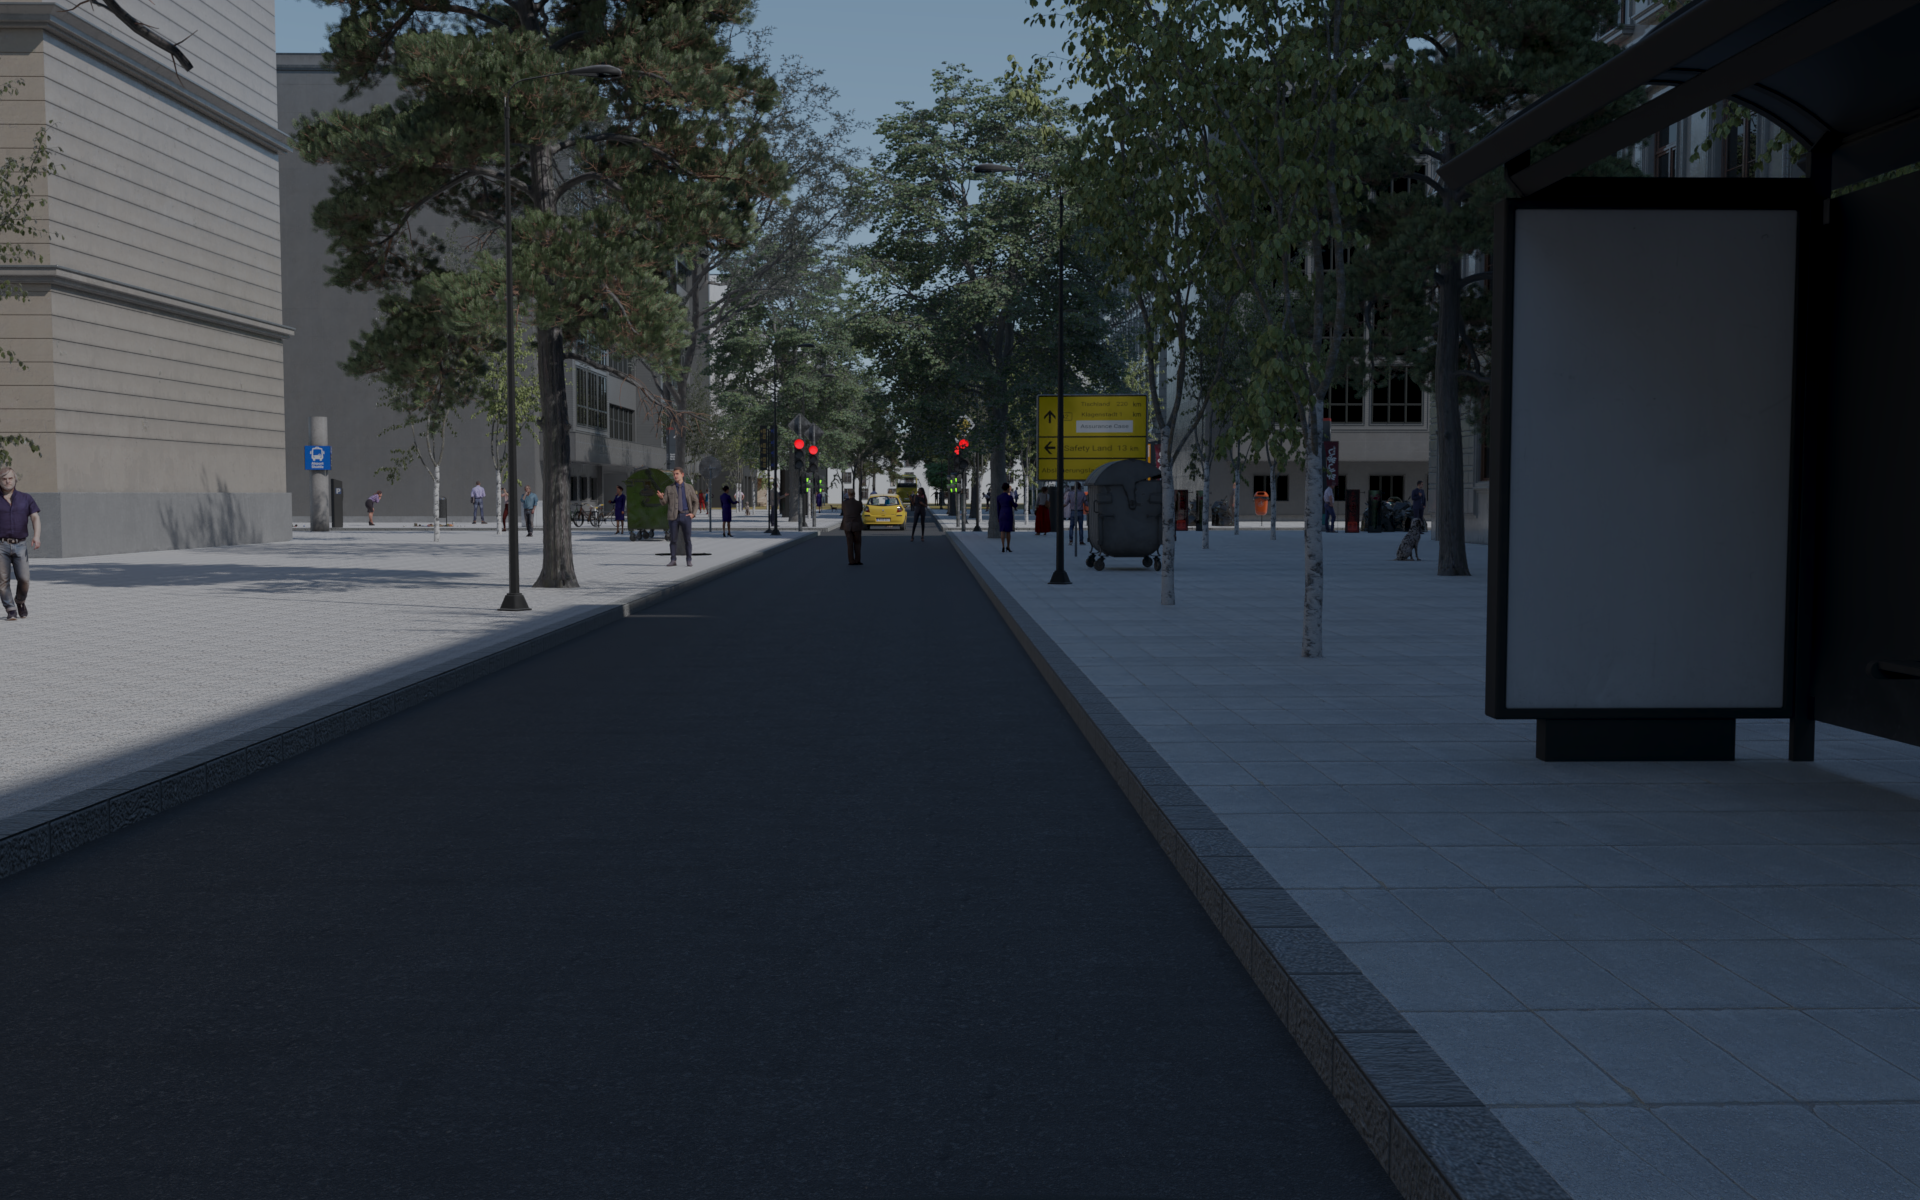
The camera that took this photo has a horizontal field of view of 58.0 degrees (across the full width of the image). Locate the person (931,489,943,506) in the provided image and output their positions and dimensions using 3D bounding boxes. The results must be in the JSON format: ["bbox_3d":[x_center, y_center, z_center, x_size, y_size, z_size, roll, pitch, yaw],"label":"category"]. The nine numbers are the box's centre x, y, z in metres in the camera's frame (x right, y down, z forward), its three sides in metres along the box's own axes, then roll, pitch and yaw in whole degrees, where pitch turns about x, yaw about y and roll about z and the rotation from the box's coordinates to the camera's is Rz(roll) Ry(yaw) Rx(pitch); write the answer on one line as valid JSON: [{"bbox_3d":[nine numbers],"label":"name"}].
[{"bbox_3d":[-2.504,-10.910,184.052,1.348,1.869,0.705,0,4,4],"label":"person"}]

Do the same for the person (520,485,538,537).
[{"bbox_3d":[-12.953,-2.683,52.127,0.499,1.552,0.429,2,4,28],"label":"person"}]

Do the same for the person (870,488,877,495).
[{"bbox_3d":[-5.830,-6.639,116.918,0.709,1.838,0.599,-1,4,-10],"label":"person"}]

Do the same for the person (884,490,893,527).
[{"bbox_3d":[-3.095,-3.952,74.817,0.444,1.614,0.593,0,4,-3],"label":"person"}]

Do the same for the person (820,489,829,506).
[{"bbox_3d":[-14.851,-11.125,188.024,1.350,1.814,0.705,-1,4,-18],"label":"person"}]

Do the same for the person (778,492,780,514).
[{"bbox_3d":[-11.361,-6.324,110.356,0.541,1.710,0.530,-1,4,-17],"label":"person"}]

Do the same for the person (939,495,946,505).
[{"bbox_3d":[-2.304,-11.908,200.718,1.348,1.826,0.705,0,4,7],"label":"person"}]

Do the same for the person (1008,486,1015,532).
[{"bbox_3d":[1.688,-3.116,59.057,0.319,1.574,0.516,-2,4,-27],"label":"person"}]

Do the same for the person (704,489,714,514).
[{"bbox_3d":[-15.930,-6.220,109.615,0.647,1.594,0.662,-3,4,-39],"label":"person"}]

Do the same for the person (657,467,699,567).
[{"bbox_3d":[-4.978,-1.466,30.538,0.617,1.759,0.750,0,4,5],"label":"person"}]

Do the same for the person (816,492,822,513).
[{"bbox_3d":[-9.355,-6.483,114.403,0.546,1.535,0.453,3,5,42],"label":"person"}]

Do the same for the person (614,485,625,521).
[{"bbox_3d":[-16.259,-4.628,82.635,0.530,1.710,0.541,-1,4,-9],"label":"person"}]

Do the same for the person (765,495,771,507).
[{"bbox_3d":[-18.824,-10.063,171.095,1.217,1.766,0.721,2,4,32],"label":"person"}]

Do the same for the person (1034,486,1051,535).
[{"bbox_3d":[2.570,-2.779,53.951,0.523,1.526,0.387,0,4,3],"label":"person"}]

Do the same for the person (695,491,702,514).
[{"bbox_3d":[-17.282,-6.427,113.665,0.613,1.512,0.480,-3,4,-38],"label":"person"}]

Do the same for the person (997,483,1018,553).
[{"bbox_3d":[1.039,-1.816,38.099,0.453,1.535,0.546,0,4,6],"label":"person"}]

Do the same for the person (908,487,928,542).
[{"bbox_3d":[-1.253,-2.590,52.314,0.593,1.643,0.415,-3,4,-36],"label":"person"}]

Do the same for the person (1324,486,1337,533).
[{"bbox_3d":[12.365,-3.104,57.727,0.436,1.711,0.756,0,4,4],"label":"person"}]

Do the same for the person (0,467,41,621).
[{"bbox_3d":[-9.612,-0.576,17.669,0.569,1.553,0.471,0,4,4],"label":"person"}]

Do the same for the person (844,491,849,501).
[{"bbox_3d":[-9.077,-7.973,138.610,0.614,1.554,0.590,-2,4,-35],"label":"person"}]

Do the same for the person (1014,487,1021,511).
[{"bbox_3d":[4.434,-7.764,132.847,0.599,1.838,0.709,0,4,-6],"label":"person"}]

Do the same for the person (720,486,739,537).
[{"bbox_3d":[-6.905,-2.649,51.725,0.453,1.535,0.546,1,4,16],"label":"person"}]

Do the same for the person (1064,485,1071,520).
[{"bbox_3d":[5.295,-4.812,85.387,0.621,1.740,0.551,1,4,16],"label":"person"}]

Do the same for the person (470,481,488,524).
[{"bbox_3d":[-20.621,-4.179,74.234,0.709,1.838,0.599,-1,4,-9],"label":"person"}]

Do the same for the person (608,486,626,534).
[{"bbox_3d":[-10.867,-2.850,55.011,0.453,1.535,0.546,1,4,9],"label":"person"}]

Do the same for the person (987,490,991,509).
[{"bbox_3d":[2.596,-8.771,150.250,0.742,1.727,0.445,-3,5,-44],"label":"person"}]

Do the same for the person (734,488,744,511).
[{"bbox_3d":[-16.836,-7.646,131.999,0.756,1.711,0.436,-1,4,-9],"label":"person"}]

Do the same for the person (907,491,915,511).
[{"bbox_3d":[-4.105,-8.305,145.097,0.742,1.727,0.445,0,4,-4],"label":"person"}]

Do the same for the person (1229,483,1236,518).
[{"bbox_3d":[11.527,-4.055,72.889,0.434,1.755,0.990,1,4,18],"label":"person"}]

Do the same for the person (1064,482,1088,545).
[{"bbox_3d":[2.949,-2.174,43.540,0.963,1.587,0.435,0,4,1],"label":"person"}]

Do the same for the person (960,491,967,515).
[{"bbox_3d":[0.202,-6.015,106.926,0.480,1.512,0.613,1,4,18],"label":"person"}]

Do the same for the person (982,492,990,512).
[{"bbox_3d":[1.853,-7.181,126.644,0.628,1.438,0.799,1,4,10],"label":"person"}]

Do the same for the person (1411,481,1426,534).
[{"bbox_3d":[14.584,-2.943,55.081,0.541,1.710,0.530,-1,4,-14],"label":"person"}]

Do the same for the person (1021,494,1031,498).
[{"bbox_3d":[6.558,-10.095,171.615,1.217,1.766,0.721,-3,4,-39],"label":"person"}]

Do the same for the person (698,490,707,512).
[{"bbox_3d":[-18.724,-7.213,125.675,0.593,1.614,0.444,3,5,41],"label":"person"}]

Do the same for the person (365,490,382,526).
[{"bbox_3d":[-23.801,-3.733,70.310,0.697,1.427,0.421,-3,5,-42],"label":"person"}]

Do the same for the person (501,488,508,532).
[{"bbox_3d":[-15.395,-3.147,58.959,0.566,1.644,0.517,-2,4,-28],"label":"person"}]

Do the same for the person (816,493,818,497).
[{"bbox_3d":[-14.903,-10.621,180.377,0.721,1.739,1.217,2,4,31],"label":"person"}]

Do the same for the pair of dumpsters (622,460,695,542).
[{"bbox_3d":[-8.464,-2.824,48.659,1.574,2.255,4.436,0,4,-2],"label":"pair of dumpsters"}]

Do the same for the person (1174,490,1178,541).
[{"bbox_3d":[5.668,-2.418,47.054,0.415,1.643,0.593,3,4,37],"label":"person"}]

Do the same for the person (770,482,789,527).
[{"bbox_3d":[-7.158,-3.781,68.394,0.750,1.759,0.617,-1,4,-16],"label":"person"}]
